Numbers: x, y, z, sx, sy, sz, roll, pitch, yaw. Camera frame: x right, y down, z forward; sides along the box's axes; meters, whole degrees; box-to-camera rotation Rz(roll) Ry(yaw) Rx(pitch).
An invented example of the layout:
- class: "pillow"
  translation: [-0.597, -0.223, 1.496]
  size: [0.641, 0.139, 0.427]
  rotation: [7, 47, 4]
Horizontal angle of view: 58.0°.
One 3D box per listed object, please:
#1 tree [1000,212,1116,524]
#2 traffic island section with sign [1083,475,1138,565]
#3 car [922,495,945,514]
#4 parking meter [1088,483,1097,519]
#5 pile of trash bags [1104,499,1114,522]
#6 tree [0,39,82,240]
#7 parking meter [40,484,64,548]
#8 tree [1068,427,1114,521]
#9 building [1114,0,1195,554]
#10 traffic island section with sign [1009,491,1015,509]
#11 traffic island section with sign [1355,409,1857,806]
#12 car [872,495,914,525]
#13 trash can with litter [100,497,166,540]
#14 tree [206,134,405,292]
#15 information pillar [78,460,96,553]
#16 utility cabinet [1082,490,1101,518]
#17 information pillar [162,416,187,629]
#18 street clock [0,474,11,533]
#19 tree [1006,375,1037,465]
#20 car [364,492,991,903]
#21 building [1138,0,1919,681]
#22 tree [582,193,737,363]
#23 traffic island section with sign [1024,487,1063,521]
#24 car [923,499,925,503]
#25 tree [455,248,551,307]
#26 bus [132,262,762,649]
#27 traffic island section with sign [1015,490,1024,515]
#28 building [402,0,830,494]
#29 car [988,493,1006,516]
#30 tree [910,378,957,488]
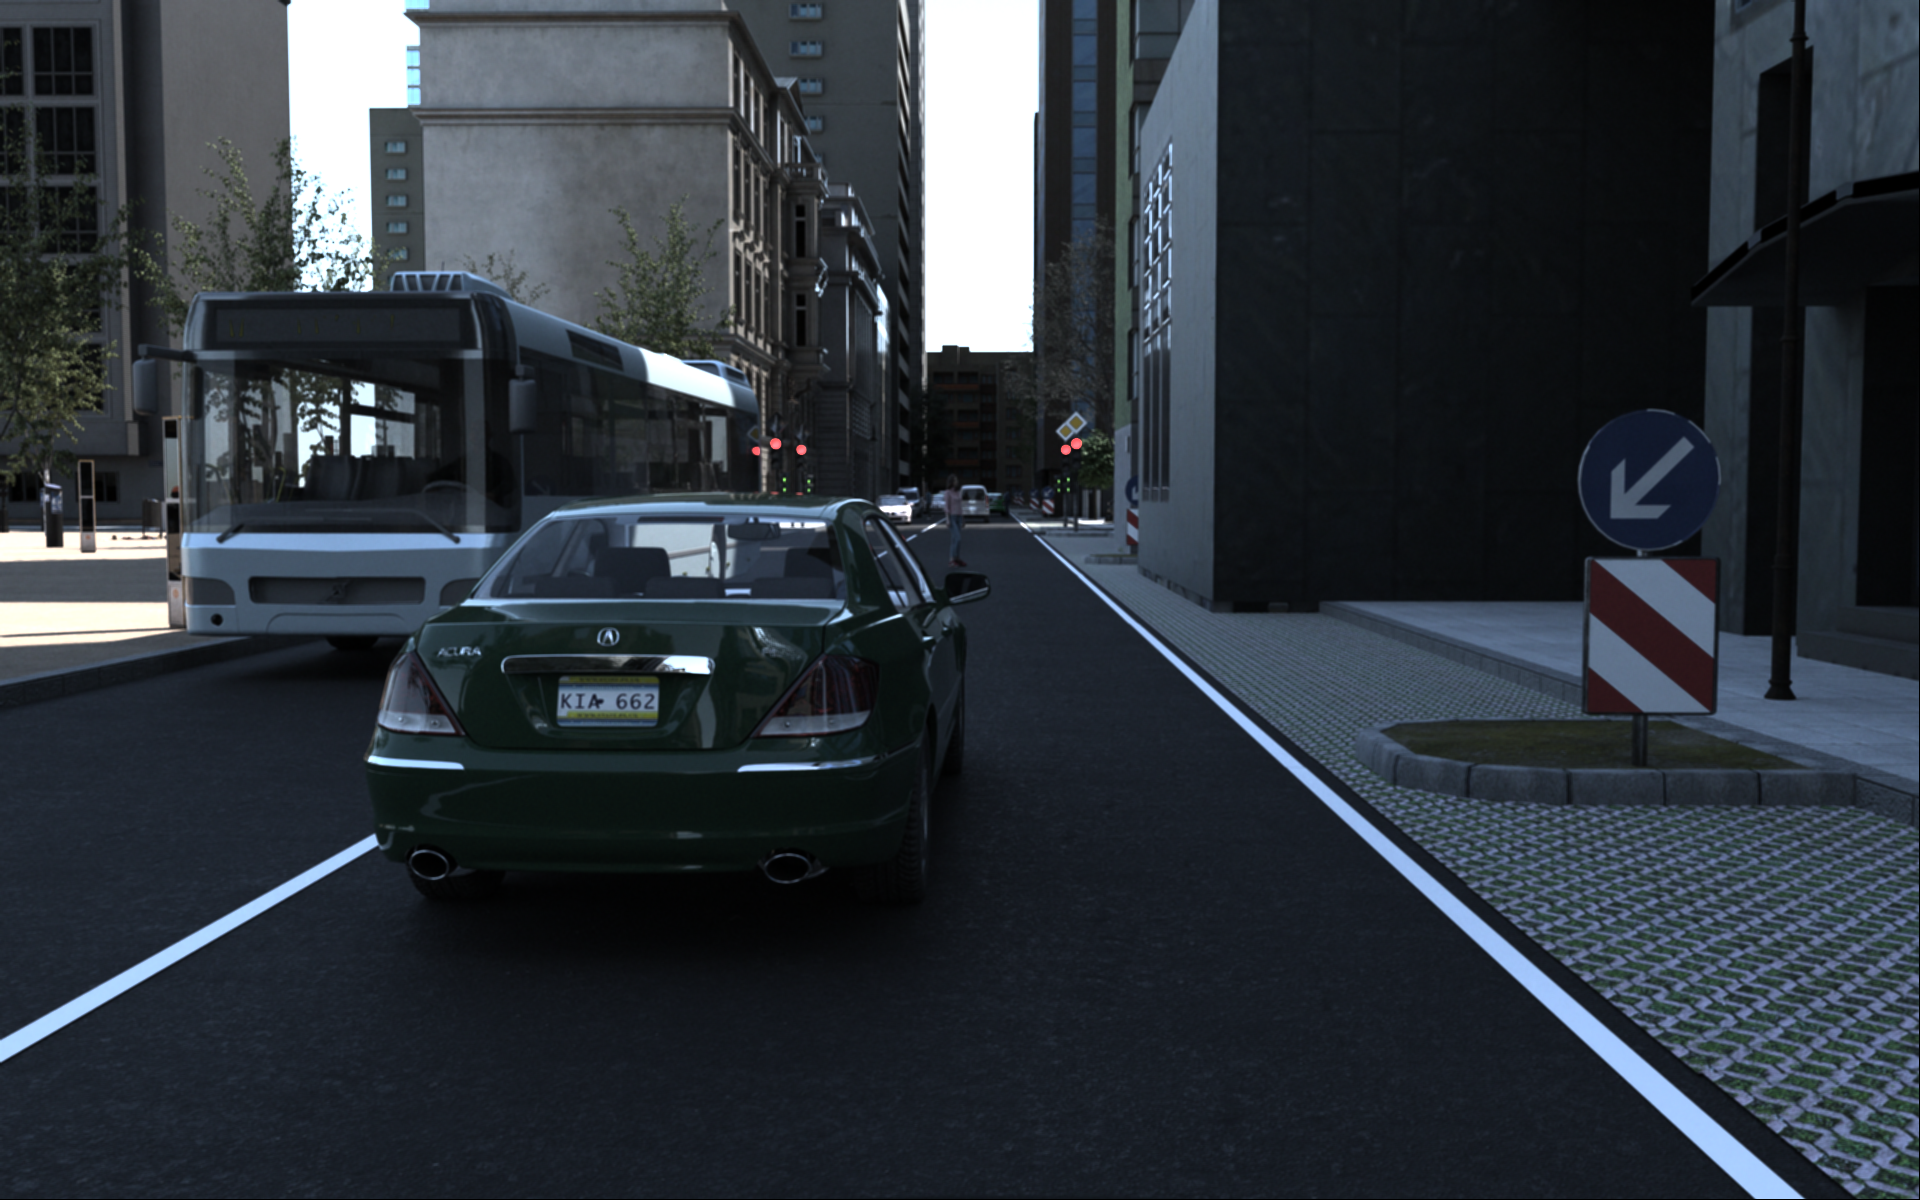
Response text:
- class: "tree"
  translation: [6.792, -10.078, 75.152]
  size: [12.009, 13.543, 11.850]
  rotation: [0, 3, 0]
- class: "traffic island section with sign"
  translation: [3.572, -1.662, 35.808]
  size: [1.989, 1.847, 2.006]
  rotation: [0, 4, 1]
- class: "car"
  translation: [-1.786, -7.066, 127.888]
  size: [2.083, 1.381, 4.827]
  rotation: [0, 4, 0]
- class: "parking meter"
  translation: [6.799, -5.093, 88.979]
  size: [0.255, 1.863, 0.399]
  rotation: [-3, 5, -40]
- class: "pile of trash bags"
  translation: [8.290, -4.284, 79.804]
  size: [3.447, 1.369, 1.912]
  rotation: [2, 4, 24]
- class: "tree"
  translation: [-15.453, -4.715, 27.455]
  size: [4.737, 8.622, 4.395]
  rotation: [0, 3, 0]
- class: "parking meter"
  translation: [-21.803, -2.035, 41.678]
  size: [0.372, 1.533, 0.369]
  rotation: [0, 3, 0]
- class: "tree"
  translation: [6.711, -6.165, 84.515]
  size: [4.285, 4.588, 4.351]
  rotation: [0, 3, 0]
- class: "building"
  translation: [11.001, -22.094, 44.834]
  size: [14.154, 41.232, 14.086]
  rotation: [0, 4, 1]
- class: "traffic island section with sign"
  translation: [5.796, -9.795, 168.769]
  size: [1.989, 1.847, 2.006]
  rotation: [0, 4, 1]
- class: "traffic island section with sign"
  translation: [3.120, -0.014, 8.857]
  size: [1.989, 1.847, 2.006]
  rotation: [0, 4, 1]
- class: "car"
  translation: [-3.204, -4.225, 81.443]
  size: [2.083, 1.381, 4.827]
  rotation: [0, 4, 0]
- class: "trash can with litter"
  translation: [-23.176, -2.305, 48.741]
  size: [1.678, 1.210, 2.233]
  rotation: [3, 5, 41]
- class: "tree"
  translation: [-14.032, -5.162, 34.763]
  size: [4.737, 8.622, 4.395]
  rotation: [0, 3, 0]
- class: "information pillar"
  translation: [-19.065, -2.038, 37.819]
  size: [0.304, 2.012, 0.304]
  rotation: [-2, 4, -29]
- class: "utility cabinet"
  translation: [7.033, -5.140, 92.722]
  size: [0.318, 1.500, 1.173]
  rotation: [3, 5, 43]
- class: "information pillar"
  translation: [-7.371, -0.737, 16.546]
  size: [0.304, 2.012, 0.304]
  rotation: [3, 4, 37]
- class: "street clock"
  translation: [-31.586, -3.219, 57.194]
  size: [0.471, 2.002, 0.358]
  rotation: [1, 4, 15]
- class: "tree"
  translation: [7.775, -13.602, 148.153]
  size: [9.928, 11.665, 9.643]
  rotation: [0, 3, 0]
- class: "car"
  translation: [-0.950, 0.261, 7.527]
  size: [2.131, 1.459, 4.920]
  rotation: [0, 4, 3]
- class: "building"
  translation: [14.103, -42.828, 12.910]
  size: [22.319, 86.520, 31.000]
  rotation: [0, 4, 1]
- class: "tree"
  translation: [-7.552, -5.671, 43.080]
  size: [4.737, 8.622, 4.395]
  rotation: [0, 3, 0]
- class: "traffic island section with sign"
  translation: [4.513, -5.062, 91.391]
  size: [1.989, 1.847, 2.006]
  rotation: [0, 4, 1]
- class: "car"
  translation: [-2.530, -9.094, 161.269]
  size: [1.945, 1.354, 3.894]
  rotation: [0, 4, 2]
- class: "tree"
  translation: [-14.117, -6.180, 51.410]
  size: [4.360, 8.622, 3.978]
  rotation: [0, 3, 0]
- class: "bus"
  translation: [-4.460, -1.461, 18.748]
  size: [2.948, 3.499, 13.247]
  rotation: [0, 4, 2]
- class: "traffic island section with sign"
  translation: [4.948, -6.710, 118.343]
  size: [1.989, 1.847, 2.006]
  rotation: [0, 4, 1]
- class: "building"
  translation: [-13.654, -16.164, 83.368]
  size: [14.460, 24.649, 34.723]
  rotation: [0, 4, 1]
- class: "car"
  translation: [2.100, -6.374, 113.007]
  size: [1.959, 1.807, 4.718]
  rotation: [0, 4, -1]
- class: "tree"
  translation: [-4.916, -17.460, 192.131]
  size: [9.857, 13.997, 8.962]
  rotation: [0, 3, 0]
